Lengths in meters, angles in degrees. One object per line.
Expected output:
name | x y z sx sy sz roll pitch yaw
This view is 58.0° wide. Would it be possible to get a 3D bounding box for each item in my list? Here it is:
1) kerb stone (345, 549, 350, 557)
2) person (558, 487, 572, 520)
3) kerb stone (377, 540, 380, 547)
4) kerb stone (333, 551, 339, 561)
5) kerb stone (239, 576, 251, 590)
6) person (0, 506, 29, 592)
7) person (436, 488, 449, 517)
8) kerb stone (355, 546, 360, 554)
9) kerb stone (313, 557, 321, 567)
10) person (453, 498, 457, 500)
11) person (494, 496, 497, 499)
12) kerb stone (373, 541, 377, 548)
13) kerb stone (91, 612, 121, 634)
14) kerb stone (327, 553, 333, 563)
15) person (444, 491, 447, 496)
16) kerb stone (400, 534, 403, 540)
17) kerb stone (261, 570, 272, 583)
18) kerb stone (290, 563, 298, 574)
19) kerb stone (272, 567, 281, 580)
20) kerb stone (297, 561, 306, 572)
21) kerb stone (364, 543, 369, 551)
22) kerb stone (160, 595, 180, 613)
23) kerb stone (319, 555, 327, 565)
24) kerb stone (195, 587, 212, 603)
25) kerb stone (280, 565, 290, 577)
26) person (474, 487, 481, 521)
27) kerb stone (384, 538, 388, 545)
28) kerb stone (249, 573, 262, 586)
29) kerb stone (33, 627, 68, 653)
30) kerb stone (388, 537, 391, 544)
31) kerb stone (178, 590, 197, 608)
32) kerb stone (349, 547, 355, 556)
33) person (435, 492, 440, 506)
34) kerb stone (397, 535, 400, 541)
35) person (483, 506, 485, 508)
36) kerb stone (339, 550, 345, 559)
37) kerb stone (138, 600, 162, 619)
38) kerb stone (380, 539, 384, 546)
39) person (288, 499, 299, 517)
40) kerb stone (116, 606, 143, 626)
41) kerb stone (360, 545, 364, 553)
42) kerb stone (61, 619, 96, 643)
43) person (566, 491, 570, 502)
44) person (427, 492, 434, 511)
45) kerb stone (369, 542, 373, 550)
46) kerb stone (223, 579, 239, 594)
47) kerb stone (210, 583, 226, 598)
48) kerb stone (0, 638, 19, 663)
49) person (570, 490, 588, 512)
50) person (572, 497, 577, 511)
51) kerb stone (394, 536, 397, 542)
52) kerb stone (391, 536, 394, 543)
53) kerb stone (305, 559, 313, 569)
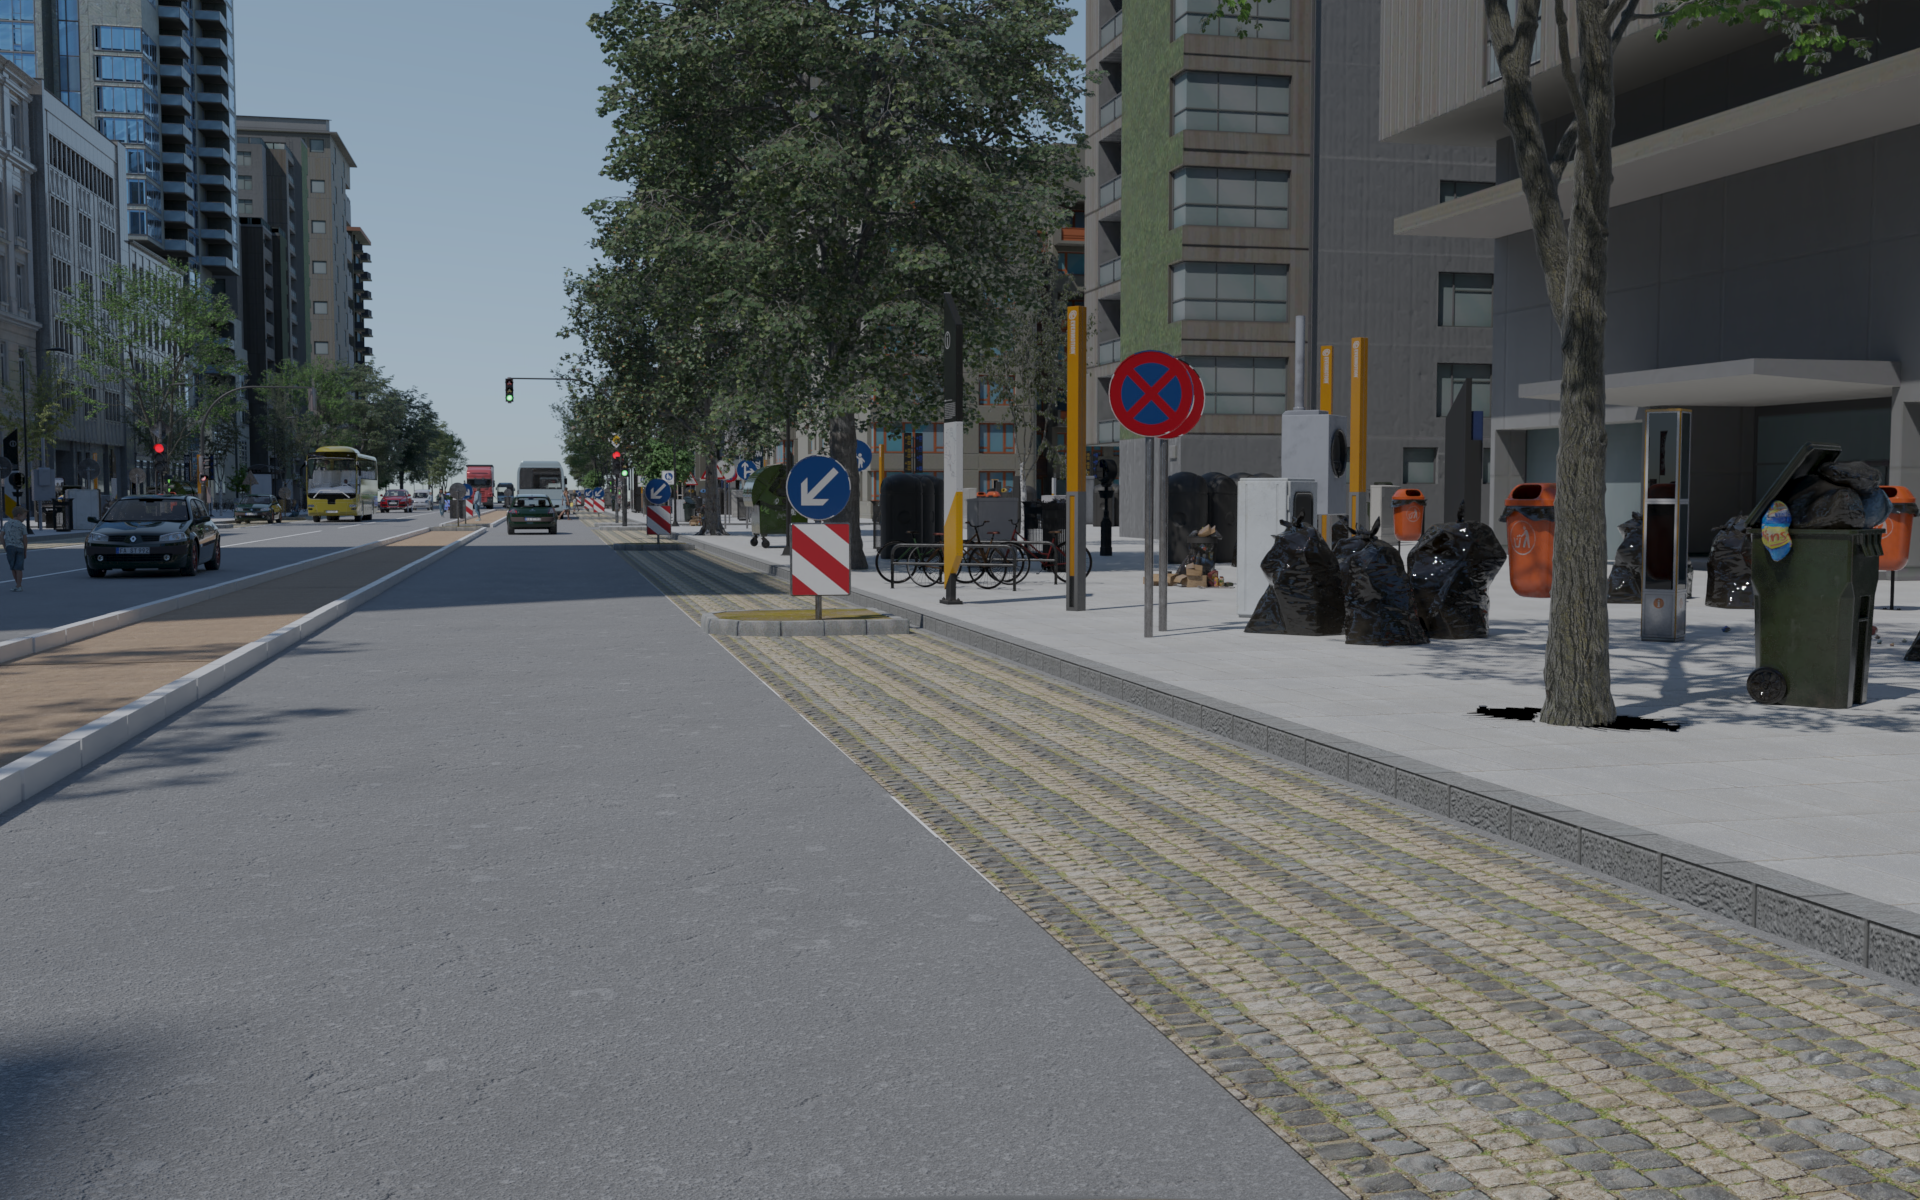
kerb stone | -13.891 -1.020 38.922 0.120 0.150 1.000 -1 4 -13
person | -21.513 -5.251 94.444 0.778 1.811 0.616 -2 4 -35
kerb stone | -15.546 -1.448 45.907 0.120 0.150 1.000 -1 4 -13
kerb stone | -13.413 -0.899 36.921 0.120 0.150 1.000 -1 4 -13
kerb stone | -10.810 -0.230 25.955 0.120 0.150 1.000 -1 4 -13
person | -13.905 -0.752 25.485 0.332 1.250 0.352 1 4 20
person | -31.825 -5.962 106.333 0.721 1.781 0.623 3 4 37
kerb stone | -14.358 -1.145 40.917 0.120 0.150 1.000 -1 4 -13
kerb stone | -12.706 -0.718 33.931 0.120 0.150 1.000 -1 4 -13
person | -29.464 -5.658 101.356 0.624 1.780 0.694 0 4 0
person | -47.520 -10.197 175.160 1.348 1.831 0.705 -2 4 -24
kerb stone | -15.309 -1.389 44.910 0.120 0.150 1.000 -1 4 -13
kerb stone | -8.932 0.260 17.985 0.120 0.150 1.000 -1 4 -13
kerb stone | -13.177 -0.840 35.926 0.120 0.150 1.000 -1 4 -13
person | -45.403 -8.768 152.572 0.721 1.743 1.217 3 4 38
kerb stone | -17.193 -1.873 52.914 0.120 0.150 1.000 -1 4 -13
kerb stone | -11.291 -0.349 27.953 0.120 0.150 1.000 -1 4 -13
kerb stone | -12.000 -0.535 30.937 0.120 0.150 1.000 -1 4 -13
kerb stone | -11.529 -0.413 28.947 0.120 0.150 1.000 -1 4 -13
kerb stone | -12.242 -0.588 31.931 0.120 0.150 1.000 -1 4 -13
kerb stone | -14.831 -1.267 42.915 0.120 0.150 1.000 -1 4 -13
kerb stone | -9.644 0.077 20.968 0.120 0.150 1.000 -1 4 -13
kerb stone | -12.940 -0.776 34.926 0.120 0.150 1.000 -1 4 -13
kerb stone | -10.116 -0.047 22.966 0.120 0.150 1.000 -1 4 -13
kerb stone | -11.760 -0.474 29.943 0.120 0.150 1.000 -1 4 -13
person | -25.703 -5.115 92.395 0.793 1.790 0.793 -2 4 -28
kerb stone | -16.012 -1.572 47.900 0.120 0.150 1.000 -1 4 -13
kerb stone | -11.053 -0.291 26.959 0.120 0.150 1.000 -1 4 -13
kerb stone | -8.462 0.384 15.995 0.120 0.150 1.000 -1 4 -13
kerb stone | -16.245 -1.632 48.900 0.120 0.150 1.000 -1 4 -13
kerb stone | -9.872 0.014 21.965 0.120 0.150 1.000 -1 4 -13
kerb stone | -14.126 -1.084 39.917 0.120 0.150 1.000 -1 4 -13
person | -62.091 -12.060 206.475 0.721 1.735 1.217 3 4 37
kerb stone | -16.961 -1.818 51.916 0.120 0.150 1.000 -1 4 -13
person | -49.069 -10.431 178.984 1.348 1.831 0.705 -2 4 -24
kerb stone | -13.650 -0.961 37.916 0.120 0.150 1.000 -1 4 -13
kerb stone | -9.405 0.136 19.974 0.120 0.150 1.000 -1 4 -13
kerb stone | -15.779 -1.510 46.905 0.120 0.150 1.000 -1 4 -13
person | -38.565 -5.275 100.240 1.012 1.151 0.738 3 5 43
kerb stone | -9.168 0.197 18.980 0.120 0.150 1.000 -1 4 -13
kerb stone | -14.598 -1.206 41.919 0.120 0.150 1.000 -1 4 -13
kerb stone | -8.695 0.318 16.990 0.120 0.150 1.000 -1 4 -13
person | -33.516 -8.473 147.789 0.466 1.731 0.760 -1 4 -22
person | -44.289 -8.234 144.944 0.330 1.601 0.589 3 5 43
kerb stone | -15.073 -1.328 43.908 0.120 0.150 1.000 -1 4 -13
kerb stone | -10.581 -0.169 24.959 0.120 0.150 1.000 -1 4 -13
kerb stone | -10.350 -0.103 23.963 0.120 0.150 1.000 -1 4 -13
kerb stone | -8.241 0.440 14.997 0.120 0.150 1.000 -1 4 -13
person | -30.994 -8.098 141.121 1.509 1.804 0.699 -1 4 -18
person | -28.993 -7.161 130.265 0.352 1.250 0.332 -1 4 -11
kerb stone | -16.731 -1.755 50.917 0.120 0.150 1.000 -1 4 -13
kerb stone | -16.484 -1.695 49.917 0.120 0.150 1.000 -1 4 -13
kerb stone | -12.473 -0.656 32.927 0.120 0.150 1.000 -1 4 -13
